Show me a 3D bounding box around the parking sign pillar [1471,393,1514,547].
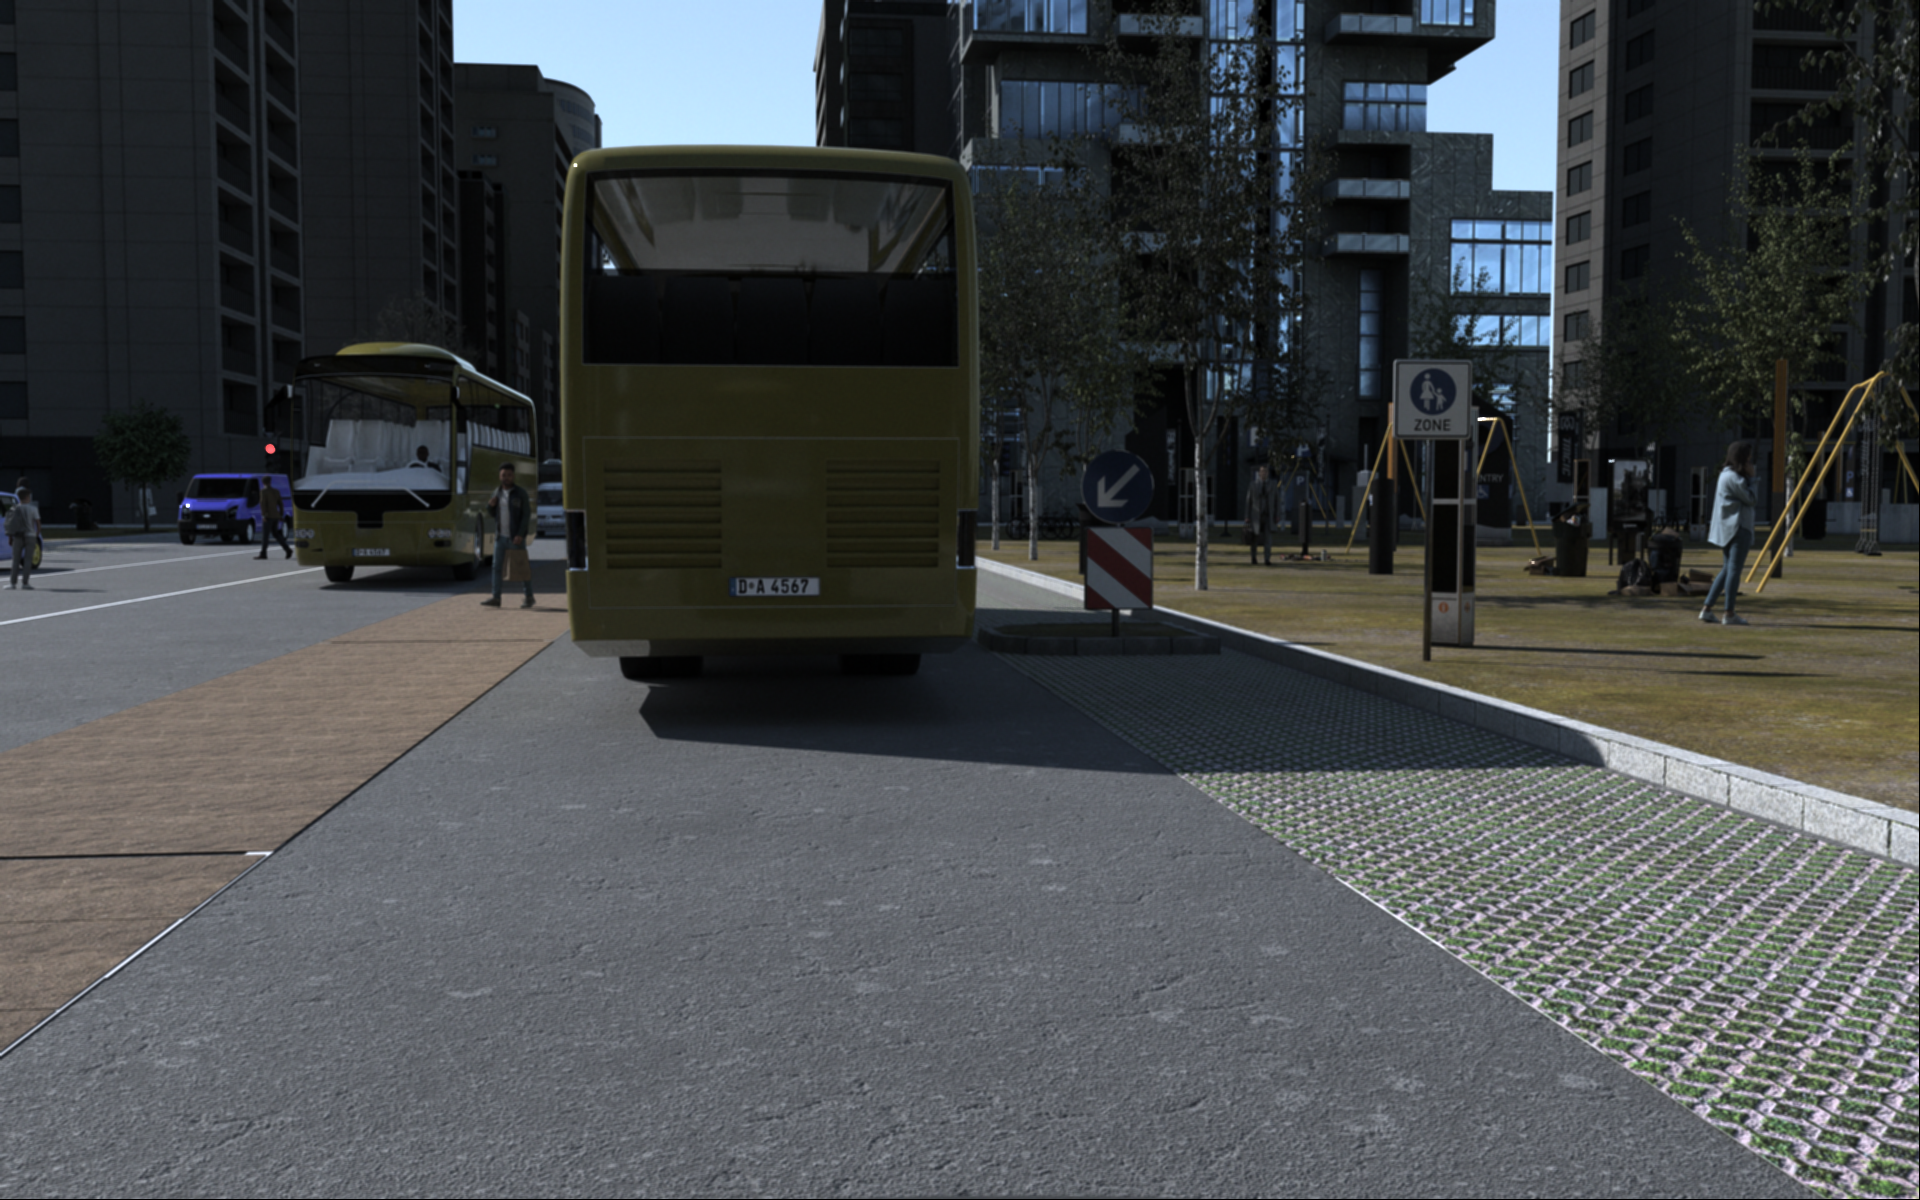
[{"bbox_3d":[12.819,-3.296,42.366,1.447,3.967,1.447,2,4,30],"label":"parking sign pillar"}]

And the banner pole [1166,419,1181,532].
[{"bbox_3d":[7.202,-4.175,58.278,0.401,3.779,0.863,-3,5,-40],"label":"banner pole"}]

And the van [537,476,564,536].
[{"bbox_3d":[-13.588,-3.137,58.297,2.013,2.044,4.112,0,4,-6],"label":"van"}]

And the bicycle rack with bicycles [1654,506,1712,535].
[{"bbox_3d":[21.572,-2.299,50.971,2.925,0.926,2.852,-2,4,-24],"label":"bicycle rack with bicycles"}]

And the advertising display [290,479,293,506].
[{"bbox_3d":[-28.977,-4.293,75.409,0.123,1.923,0.974,-2,4,-32],"label":"advertising display"}]

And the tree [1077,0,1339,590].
[{"bbox_3d":[3.158,-4.424,22.701,4.360,8.622,3.978,0,3,0],"label":"tree"}]

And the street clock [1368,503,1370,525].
[{"bbox_3d":[16.833,-4.061,70.962,0.358,2.002,0.471,1,4,22],"label":"street clock"}]

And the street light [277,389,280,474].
[{"bbox_3d":[-28.400,-6.184,73.642,1.470,5.913,1.316,0,4,-7],"label":"street light"}]

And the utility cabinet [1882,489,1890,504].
[{"bbox_3d":[36.520,-3.701,69.191,1.173,1.500,0.318,-1,4,-9],"label":"utility cabinet"}]

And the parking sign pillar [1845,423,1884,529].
[{"bbox_3d":[33.465,-4.625,64.092,1.447,3.967,1.447,-1,4,-16],"label":"parking sign pillar"}]

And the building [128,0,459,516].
[{"bbox_3d":[-45.703,-42.031,125.465,20.563,71.187,20.611,0,4,-7],"label":"building"}]

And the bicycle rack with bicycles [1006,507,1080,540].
[{"bbox_3d":[2.642,-2.215,49.602,2.925,0.926,2.852,0,4,-5],"label":"bicycle rack with bicycles"}]

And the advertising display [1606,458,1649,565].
[{"bbox_3d":[12.078,-1.598,31.335,0.974,1.923,0.123,-2,4,-30],"label":"advertising display"}]

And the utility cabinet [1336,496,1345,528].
[{"bbox_3d":[14.460,-3.343,65.817,0.306,1.237,1.020,1,4,14],"label":"utility cabinet"}]

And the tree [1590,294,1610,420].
[{"bbox_3d":[22.208,-6.433,55.547,4.737,8.622,4.395,0,3,0],"label":"tree"}]

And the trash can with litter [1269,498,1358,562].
[{"bbox_3d":[6.824,-1.393,33.836,1.678,1.210,2.233,0,4,6],"label":"trash can with litter"}]

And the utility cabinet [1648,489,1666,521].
[{"bbox_3d":[32.914,-4.503,82.301,1.173,1.500,0.318,3,5,43],"label":"utility cabinet"}]

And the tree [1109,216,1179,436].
[{"bbox_3d":[3.549,-5.808,45.324,4.737,8.622,4.395,0,3,0],"label":"tree"}]

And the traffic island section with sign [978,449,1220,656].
[{"bbox_3d":[1.209,-0.463,16.205,1.989,1.847,2.006,0,4,-7],"label":"traffic island section with sign"}]

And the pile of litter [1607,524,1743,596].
[{"bbox_3d":[9.142,-0.498,22.105,1.719,0.858,1.176,1,4,13],"label":"pile of litter"}]

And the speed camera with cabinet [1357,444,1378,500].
[{"bbox_3d":[16.747,-4.531,68.425,2.038,3.252,0.660,3,4,39],"label":"speed camera with cabinet"}]

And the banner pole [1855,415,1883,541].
[{"bbox_3d":[25.265,-3.548,48.035,0.863,3.779,0.401,3,4,36],"label":"banner pole"}]

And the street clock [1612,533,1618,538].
[{"bbox_3d":[19.150,-2.806,50.454,0.471,2.002,0.358,-2,4,-34],"label":"street clock"}]

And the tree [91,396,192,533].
[{"bbox_3d":[-27.520,-4.570,58.433,4.285,4.588,4.351,0,3,0],"label":"tree"}]

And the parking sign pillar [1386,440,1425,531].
[{"bbox_3d":[15.463,-4.393,60.295,1.447,3.967,1.447,-2,4,-32],"label":"parking sign pillar"}]

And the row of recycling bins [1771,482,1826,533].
[{"bbox_3d":[28.107,-3.108,57.921,1.069,1.692,3.534,3,5,43],"label":"row of recycling bins"}]

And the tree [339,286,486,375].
[{"bbox_3d":[-32.528,-11.754,102.548,12.009,13.543,11.850,0,3,0],"label":"tree"}]

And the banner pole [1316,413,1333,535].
[{"bbox_3d":[11.347,-3.917,54.064,0.401,3.779,0.863,-1,4,-21],"label":"banner pole"}]

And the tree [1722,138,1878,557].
[{"bbox_3d":[16.759,-5.193,35.267,4.737,8.622,4.395,0,3,0],"label":"tree"}]

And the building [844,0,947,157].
[{"bbox_3d":[-0.176,-20.471,106.407,14.160,30.474,14.107,0,4,-7],"label":"building"}]

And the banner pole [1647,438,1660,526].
[{"bbox_3d":[27.626,-4.832,69.022,0.401,3.779,0.863,-2,4,-31],"label":"banner pole"}]

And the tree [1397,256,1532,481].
[{"bbox_3d":[15.647,-6.392,54.864,4.737,8.622,4.395,0,3,0],"label":"tree"}]

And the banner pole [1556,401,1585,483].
[{"bbox_3d":[16.465,-3.459,46.570,0.863,3.779,0.401,0,4,2],"label":"banner pole"}]

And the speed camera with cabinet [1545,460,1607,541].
[{"bbox_3d":[17.025,-3.270,47.803,2.038,3.252,0.660,-2,4,-34],"label":"speed camera with cabinet"}]

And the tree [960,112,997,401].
[{"bbox_3d":[1.293,-5.068,33.220,4.360,8.622,3.978,0,3,0],"label":"tree"}]

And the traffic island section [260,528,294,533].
[{"bbox_3d":[-25.956,-2.645,65.519,2.009,0.180,2.903,0,4,-7],"label":"traffic island section"}]

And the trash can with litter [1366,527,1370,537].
[{"bbox_3d":[12.373,-2.434,51.185,1.055,1.170,0.624,2,4,30],"label":"trash can with litter"}]

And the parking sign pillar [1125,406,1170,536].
[{"bbox_3d":[5.787,-3.986,53.644,1.447,3.967,1.447,2,4,26],"label":"parking sign pillar"}]

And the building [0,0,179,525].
[{"bbox_3d":[-40.595,-39.292,80.676,20.563,71.187,20.611,0,4,-7],"label":"building"}]

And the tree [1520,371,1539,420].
[{"bbox_3d":[23.988,-7.106,66.552,4.360,8.622,3.978,0,3,0],"label":"tree"}]

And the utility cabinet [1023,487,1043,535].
[{"bbox_3d":[2.256,-2.785,54.217,0.318,1.500,1.173,-1,4,-16],"label":"utility cabinet"}]

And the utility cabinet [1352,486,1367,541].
[{"bbox_3d":[10.941,-2.367,47.381,0.318,1.500,1.173,1,4,18],"label":"utility cabinet"}]

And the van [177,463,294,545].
[{"bbox_3d":[-21.282,-2.846,50.921,2.240,2.365,5.245,0,4,-5],"label":"van"}]

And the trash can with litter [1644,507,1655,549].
[{"bbox_3d":[16.174,-1.779,40.471,1.055,1.170,0.624,1,4,16],"label":"trash can with litter"}]

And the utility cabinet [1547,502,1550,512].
[{"bbox_3d":[41.268,-6.744,121.433,0.306,1.237,1.020,0,4,-2],"label":"utility cabinet"}]

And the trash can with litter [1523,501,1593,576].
[{"bbox_3d":[9.322,-0.959,27.062,0.624,1.170,1.055,-3,4,-39],"label":"trash can with litter"}]

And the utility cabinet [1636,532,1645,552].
[{"bbox_3d":[15.133,-1.690,38.792,0.306,1.237,1.020,2,4,27],"label":"utility cabinet"}]

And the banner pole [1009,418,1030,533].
[{"bbox_3d":[2.005,-4.107,57.169,0.863,3.779,0.401,-3,5,-41],"label":"banner pole"}]

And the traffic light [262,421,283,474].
[{"bbox_3d":[-25.915,-4.677,65.390,0.839,4.253,0.868,0,4,-7],"label":"traffic light"}]

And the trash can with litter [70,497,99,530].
[{"bbox_3d":[-30.771,-3.028,60.898,0.624,1.170,1.055,0,4,-3],"label":"trash can with litter"}]

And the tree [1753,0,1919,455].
[{"bbox_3d":[6.835,-3.729,11.325,4.360,8.622,3.978,0,3,0],"label":"tree"}]

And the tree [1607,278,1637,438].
[{"bbox_3d":[19.572,-5.677,43.178,4.737,8.622,4.395,0,3,0],"label":"tree"}]

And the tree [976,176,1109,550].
[{"bbox_3d":[0.583,-5.459,39.616,4.737,8.622,4.395,0,3,0],"label":"tree"}]
